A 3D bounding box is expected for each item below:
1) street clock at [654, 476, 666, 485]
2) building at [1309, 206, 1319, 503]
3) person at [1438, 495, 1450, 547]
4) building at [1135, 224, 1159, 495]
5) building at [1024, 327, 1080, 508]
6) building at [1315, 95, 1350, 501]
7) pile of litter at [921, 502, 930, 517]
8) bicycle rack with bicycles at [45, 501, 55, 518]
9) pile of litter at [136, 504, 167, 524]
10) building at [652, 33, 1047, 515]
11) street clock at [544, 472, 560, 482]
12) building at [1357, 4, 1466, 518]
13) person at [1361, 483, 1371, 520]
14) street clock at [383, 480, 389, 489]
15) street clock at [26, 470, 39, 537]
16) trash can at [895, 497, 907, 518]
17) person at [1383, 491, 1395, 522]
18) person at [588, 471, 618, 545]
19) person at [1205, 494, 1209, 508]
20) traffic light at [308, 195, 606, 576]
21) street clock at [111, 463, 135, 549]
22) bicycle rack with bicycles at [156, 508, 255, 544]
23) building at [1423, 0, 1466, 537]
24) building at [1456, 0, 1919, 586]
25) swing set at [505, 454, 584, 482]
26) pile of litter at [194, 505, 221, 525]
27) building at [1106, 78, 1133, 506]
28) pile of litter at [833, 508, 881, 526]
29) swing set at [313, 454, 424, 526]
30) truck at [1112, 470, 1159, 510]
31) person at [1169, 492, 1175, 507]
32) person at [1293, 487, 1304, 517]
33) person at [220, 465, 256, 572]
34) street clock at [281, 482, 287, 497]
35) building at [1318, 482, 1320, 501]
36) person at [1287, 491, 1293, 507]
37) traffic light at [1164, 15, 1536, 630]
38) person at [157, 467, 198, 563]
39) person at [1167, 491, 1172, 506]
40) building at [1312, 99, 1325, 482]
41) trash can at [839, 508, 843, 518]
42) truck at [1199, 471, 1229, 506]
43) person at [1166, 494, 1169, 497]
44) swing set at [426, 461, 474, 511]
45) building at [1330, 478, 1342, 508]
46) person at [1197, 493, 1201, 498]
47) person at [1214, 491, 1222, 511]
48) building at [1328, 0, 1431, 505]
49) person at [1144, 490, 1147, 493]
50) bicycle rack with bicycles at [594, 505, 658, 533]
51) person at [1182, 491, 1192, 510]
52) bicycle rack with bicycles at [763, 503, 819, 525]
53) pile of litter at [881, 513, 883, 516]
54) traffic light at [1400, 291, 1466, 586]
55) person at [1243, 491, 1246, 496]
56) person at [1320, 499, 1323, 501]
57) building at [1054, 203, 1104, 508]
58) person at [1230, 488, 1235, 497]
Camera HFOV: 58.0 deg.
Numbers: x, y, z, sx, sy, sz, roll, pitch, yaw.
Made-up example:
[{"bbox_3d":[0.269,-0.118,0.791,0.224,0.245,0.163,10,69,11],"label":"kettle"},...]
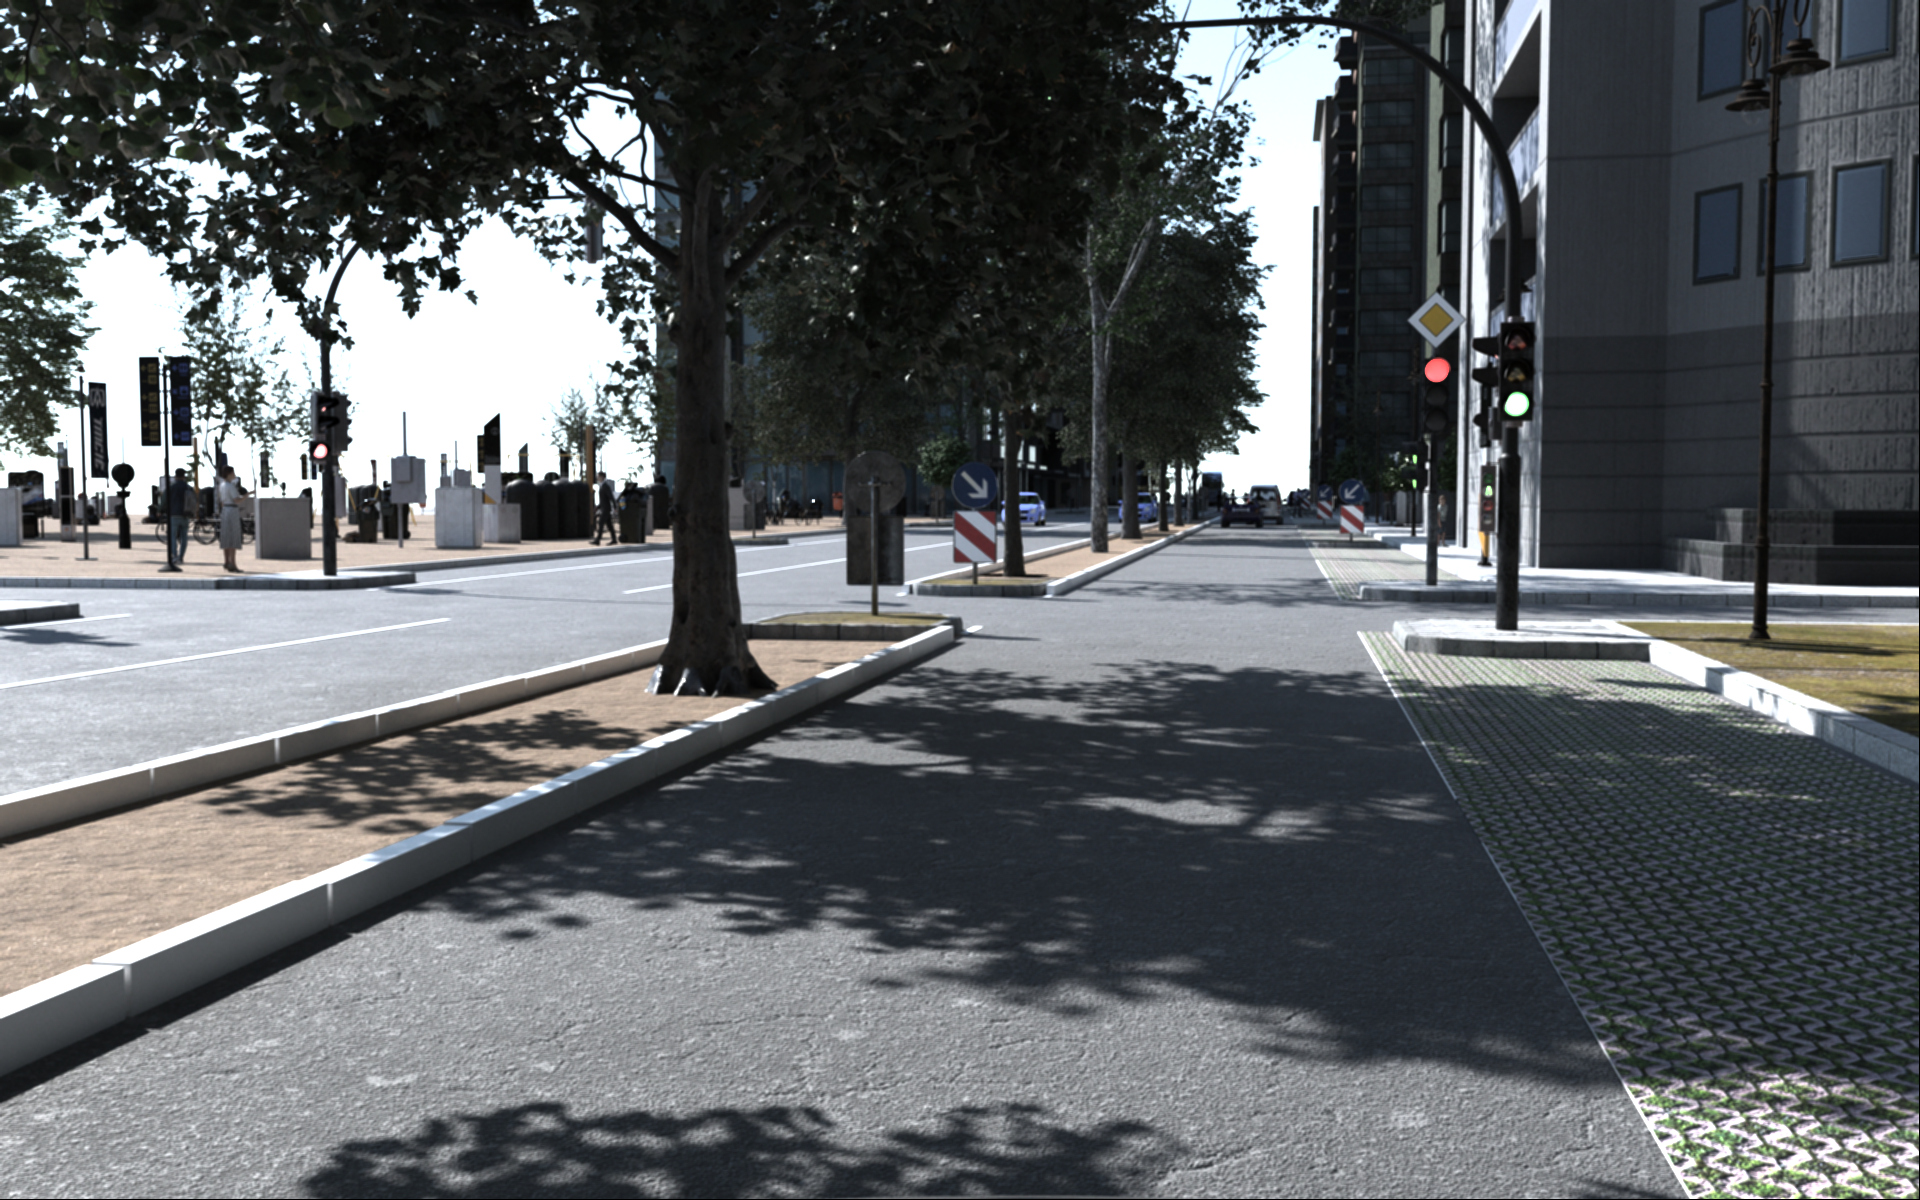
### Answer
[{"bbox_3d":[-11.724,-3.863,67.737,0.358,2.002,0.471,2,4,30],"label":"street clock"},{"bbox_3d":[56.937,-34.397,245.982,14.154,41.232,14.086,1,4,10],"label":"building"},{"bbox_3d":[11.714,-1.915,42.041,0.332,1.250,0.352,0,4,2],"label":"person"},{"bbox_3d":[21.439,-36.719,250.458,14.600,45.320,14.200,1,4,10],"label":"building"},{"bbox_3d":[-4.491,-34.124,147.159,28.713,52.752,27.495,1,4,10],"label":"building"},{"bbox_3d":[46.678,-33.016,189.923,14.600,45.320,14.200,1,4,10],"label":"building"},{"bbox_3d":[-1.622,-5.217,99.259,1.176,0.858,1.719,-1,4,-21],"label":"pile of litter"},{"bbox_3d":[-49.813,-4.910,93.662,2.852,0.926,2.925,1,4,22],"label":"bicycle rack with bicycles"},{"bbox_3d":[-34.804,-3.719,74.778,1.719,0.858,1.176,0,4,0],"label":"pile of litter"},{"bbox_3d":[-6.926,-30.470,117.796,23.786,49.044,30.456,1,4,10],"label":"building"},{"bbox_3d":[-13.099,-3.123,55.628,0.358,2.002,0.471,3,5,43],"label":"street clock"},{"bbox_3d":[32.627,-20.786,111.557,14.160,30.474,14.107,1,4,10],"label":"building"},{"bbox_3d":[20.272,-4.945,86.763,0.638,1.841,0.748,-2,4,-33],"label":"person"},{"bbox_3d":[-29.845,-5.229,90.062,0.358,2.002,0.471,0,4,-6],"label":"street clock"},{"bbox_3d":[-27.709,-2.888,51.790,0.358,2.002,0.471,3,5,40],"label":"street clock"},{"bbox_3d":[-3.193,-5.002,93.442,0.748,1.137,0.748,0,3,0],"label":"trash can"},{"bbox_3d":[19.456,-4.429,78.429,0.580,1.828,0.573,0,4,-6],"label":"person"},{"bbox_3d":[-8.936,-2.292,43.302,0.755,1.850,0.659,-1,4,-17],"label":"person"},{"bbox_3d":[24.650,-10.033,173.087,0.434,1.755,0.990,2,4,32],"label":"person"},{"bbox_3d":[-7.829,-3.188,26.799,4.771,5.953,1.251,1,4,10],"label":"traffic light"},{"bbox_3d":[-19.626,-2.207,40.655,0.358,2.002,0.471,2,4,32],"label":"street clock"},{"bbox_3d":[-18.908,-1.936,45.038,2.925,0.926,2.852,1,4,10],"label":"bicycle rack with bicycles"},{"bbox_3d":[22.471,-17.434,56.742,14.160,30.474,14.107,1,4,10],"label":"building"},{"bbox_3d":[24.556,-29.846,29.976,28.212,58.520,21.231,1,4,10],"label":"building"},{"bbox_3d":[-16.442,-4.304,67.996,3.119,2.851,2.862,-2,4,-32],"label":"swing set"},{"bbox_3d":[-31.037,-3.518,71.480,1.176,0.858,1.719,0,4,-2],"label":"pile of litter"},{"bbox_3d":[8.119,-34.976,195.562,21.300,48.544,21.600,1,4,10],"label":"building"},{"bbox_3d":[-4.271,-3.448,70.339,1.719,0.858,1.176,1,4,8],"label":"pile of litter"},{"bbox_3d":[-23.632,-4.355,68.818,3.119,2.851,2.862,2,4,23],"label":"swing set"},{"bbox_3d":[14.661,-8.958,142.387,3.469,3.379,9.791,1,4,12],"label":"truck"},{"bbox_3d":[23.848,-11.213,192.546,1.217,1.735,0.721,-1,4,-22],"label":"person"},{"bbox_3d":[20.912,-6.032,106.987,0.709,1.838,0.599,-1,4,-13],"label":"person"},{"bbox_3d":[-11.938,-1.342,28.562,0.480,1.755,0.524,3,5,41],"label":"person"},{"bbox_3d":[-39.943,-5.978,102.318,0.358,2.002,0.471,-2,4,-29],"label":"street clock"},{"bbox_3d":[49.469,-26.454,204.228,14.160,30.474,14.107,1,4,10],"label":"building"},{"bbox_3d":[37.433,-11.451,195.690,0.705,1.831,1.348,-3,4,-36],"label":"person"},{"bbox_3d":[3.076,-2.560,16.529,4.771,5.953,1.251,1,4,10],"label":"traffic light"},{"bbox_3d":[-14.581,-1.587,32.344,0.721,1.781,0.623,3,4,39],"label":"person"},{"bbox_3d":[24.517,-11.908,203.910,1.217,1.743,0.721,3,4,38],"label":"person"},{"bbox_3d":[60.130,-38.805,223.698,28.713,52.752,27.495,1,4,10],"label":"building"},{"bbox_3d":[-6.245,-5.043,94.100,0.748,1.137,0.748,0,3,0],"label":"trash can"},{"bbox_3d":[30.719,-13.335,207.779,2.967,4.110,18.799,1,4,12],"label":"truck"},{"bbox_3d":[23.635,-11.687,199.589,1.348,1.823,0.705,-3,4,-36],"label":"person"},{"bbox_3d":[-24.525,-5.117,81.279,3.119,2.851,2.862,-2,4,-24],"label":"swing set"},{"bbox_3d":[50.490,-28.460,157.209,32.217,40.220,23.993,1,4,10],"label":"building"},{"bbox_3d":[23.643,-9.916,171.287,0.621,1.740,0.551,1,4,19],"label":"person"},{"bbox_3d":[21.495,-8.258,144.347,0.721,1.723,1.217,3,4,38],"label":"person"},{"bbox_3d":[39.649,-29.175,131.643,22.147,44.769,28.867,1,4,10],"label":"building"},{"bbox_3d":[14.167,-7.545,132.593,1.217,1.736,0.721,1,4,16],"label":"person"},{"bbox_3d":[-11.538,-2.736,58.118,2.925,0.926,2.852,0,4,6],"label":"bicycle rack with bicycles"},{"bbox_3d":[20.446,-8.977,156.068,1.217,1.735,0.721,-2,4,-29],"label":"person"},{"bbox_3d":[-7.142,-3.569,71.742,2.852,0.926,2.925,1,4,12],"label":"bicycle rack with bicycles"},{"bbox_3d":[-4.209,-4.314,84.501,1.176,0.858,1.719,0,4,5],"label":"pile of litter"},{"bbox_3d":[6.588,-2.155,24.148,0.839,4.253,0.868,1,4,10],"label":"traffic light"},{"bbox_3d":[36.016,-12.871,218.943,1.348,1.824,0.705,-3,5,-43],"label":"person"},{"bbox_3d":[38.315,-10.804,183.415,1.217,1.743,0.721,0,4,-7],"label":"person"},{"bbox_3d":[6.377,-29.568,167.034,14.154,41.232,14.086,1,4,10],"label":"building"},{"bbox_3d":[18.700,-6.720,118.375,0.705,1.823,1.348,2,4,27],"label":"person"}]
